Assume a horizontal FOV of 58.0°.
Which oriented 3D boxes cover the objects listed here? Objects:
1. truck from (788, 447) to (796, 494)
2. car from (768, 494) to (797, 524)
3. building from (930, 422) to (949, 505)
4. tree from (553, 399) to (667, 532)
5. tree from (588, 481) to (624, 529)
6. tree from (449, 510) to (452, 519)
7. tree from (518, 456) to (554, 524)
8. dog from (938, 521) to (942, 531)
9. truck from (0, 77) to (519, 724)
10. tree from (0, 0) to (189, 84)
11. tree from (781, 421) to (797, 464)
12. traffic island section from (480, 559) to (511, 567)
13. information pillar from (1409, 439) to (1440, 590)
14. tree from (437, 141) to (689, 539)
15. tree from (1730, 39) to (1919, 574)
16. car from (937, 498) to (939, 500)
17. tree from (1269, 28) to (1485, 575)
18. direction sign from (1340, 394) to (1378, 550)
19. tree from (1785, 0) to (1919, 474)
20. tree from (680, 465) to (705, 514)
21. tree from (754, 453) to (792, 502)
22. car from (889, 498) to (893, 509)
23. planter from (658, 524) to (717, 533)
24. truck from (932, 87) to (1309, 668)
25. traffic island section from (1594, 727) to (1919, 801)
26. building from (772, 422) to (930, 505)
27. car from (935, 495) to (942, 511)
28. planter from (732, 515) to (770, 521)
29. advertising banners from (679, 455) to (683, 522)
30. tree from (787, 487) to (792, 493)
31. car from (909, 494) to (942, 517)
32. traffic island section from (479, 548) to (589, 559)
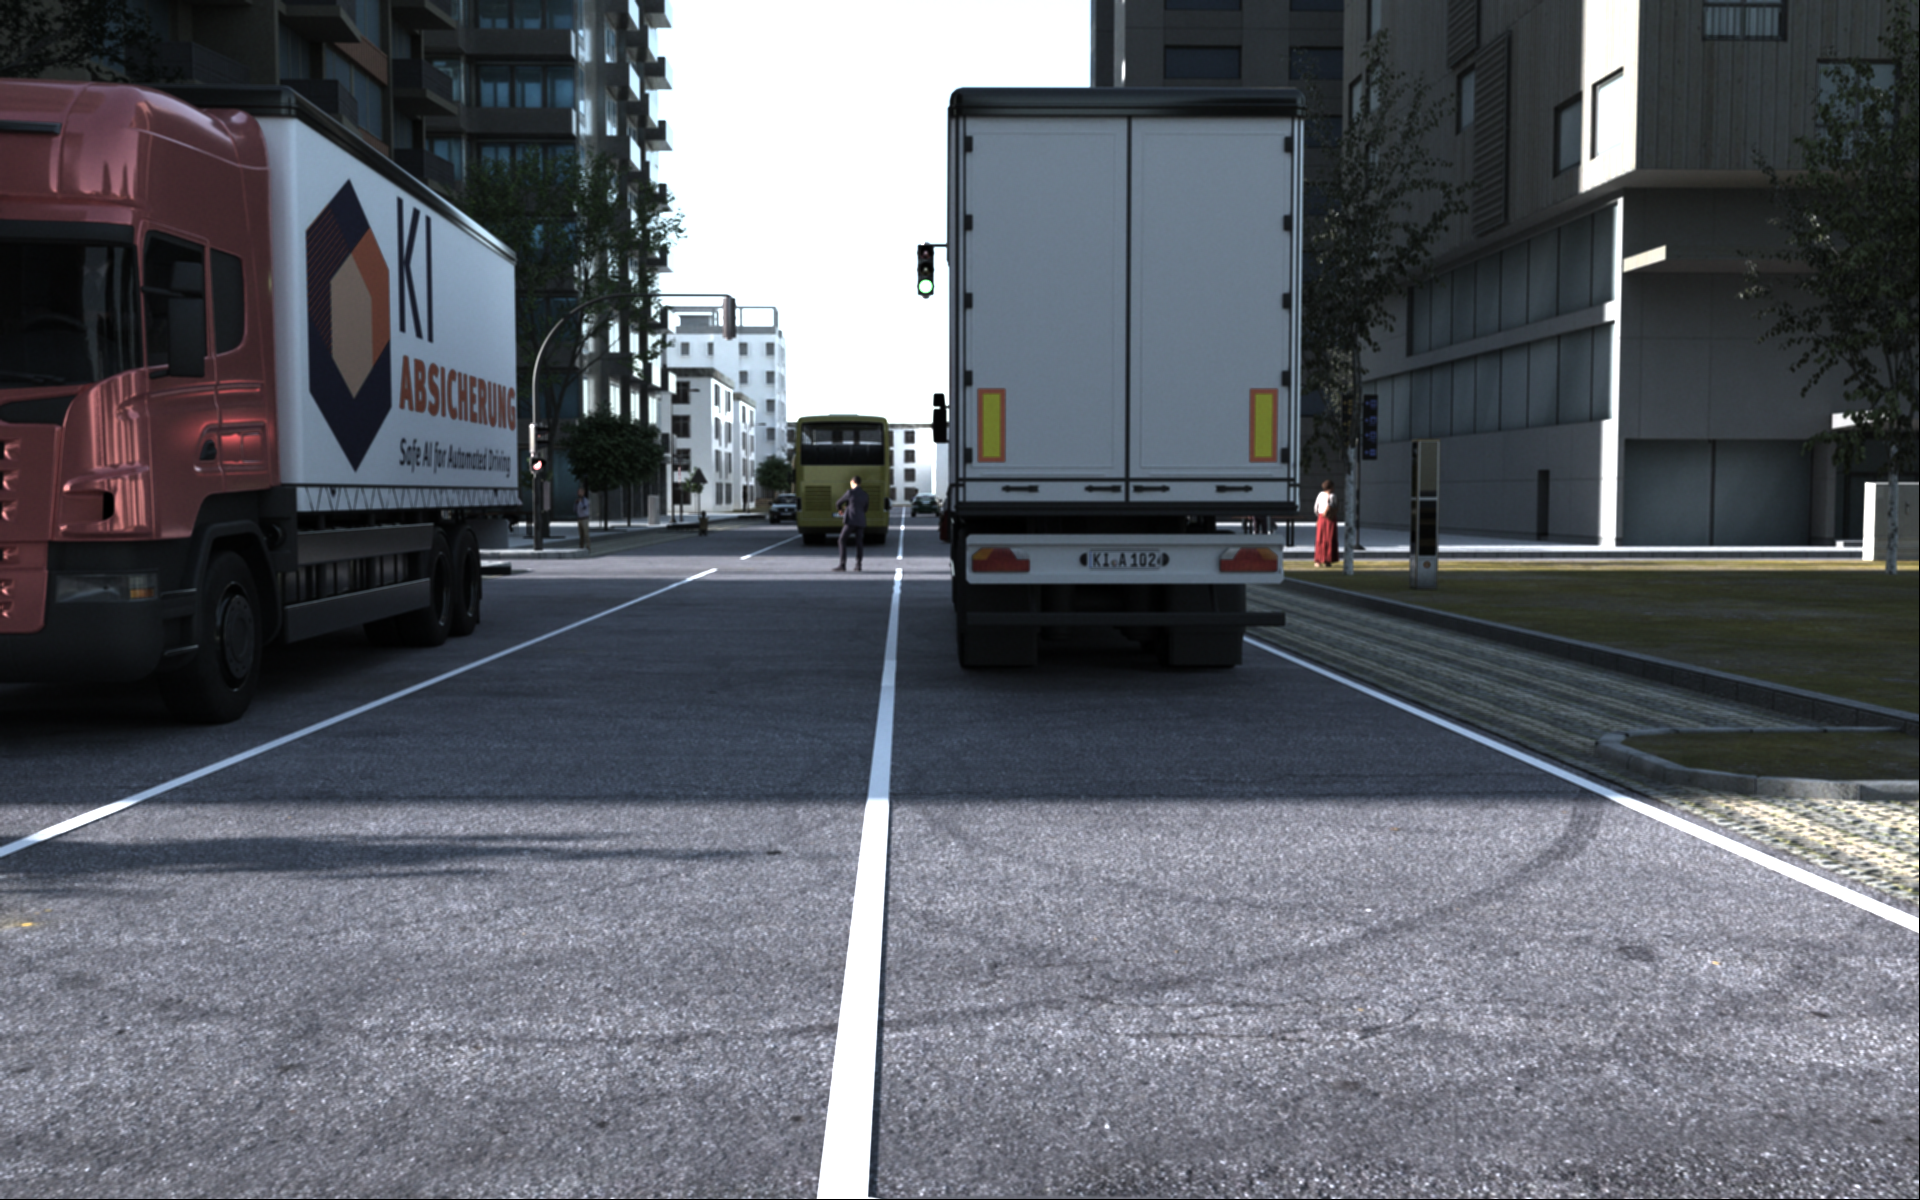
[{"bbox_3d":[-8.665,-7.110,105.160,2.839,4.237,11.283,0,4,-1],"label":"truck"},{"bbox_3d":[-8.326,-4.584,84.730,2.009,1.686,4.222,0,4,-1],"label":"car"},{"bbox_3d":[10.889,-16.110,205.550,28.070,9.664,9.099,0,4,-2],"label":"building"},{"bbox_3d":[-12.336,-4.653,59.797,4.285,4.588,4.351,0,3,0],"label":"tree"},{"bbox_3d":[-13.439,-4.258,64.214,1.663,3.219,1.824,0,3,0],"label":"tree"},{"bbox_3d":[-21.939,-5.540,74.288,4.285,4.588,4.351,0,3,0],"label":"tree"},{"bbox_3d":[-18.565,-4.951,75.558,1.663,3.219,1.824,0,3,0],"label":"tree"},{"bbox_3d":[-0.598,-2.856,66.893,0.748,0.427,0.550,-1,4,-18],"label":"dog"},{"bbox_3d":[-5.912,-1.542,14.131,2.839,4.237,11.283,0,4,-4],"label":"truck"},{"bbox_3d":[-12.261,-5.294,20.966,7.601,10.594,8.767,-1,4,-9],"label":"tree"},{"bbox_3d":[-15.848,-13.619,173.028,4.360,8.622,3.978,0,3,0],"label":"tree"},{"bbox_3d":[-9.350,-0.558,31.405,2.009,0.180,2.903,0,4,-2],"label":"traffic island section"},{"bbox_3d":[6.254,-1.151,23.318,0.304,2.012,0.304,0,4,-2],"label":"information pillar"},{"bbox_3d":[-11.987,-7.606,50.106,9.928,11.665,9.643,0,3,0],"label":"tree"},{"bbox_3d":[14.681,-4.718,27.500,4.360,8.622,3.978,0,3,0],"label":"tree"},{"bbox_3d":[-2.662,-8.099,141.220,1.959,1.807,4.718,0,3,0],"label":"car"},{"bbox_3d":[5.934,-4.705,27.291,4.360,8.622,3.978,0,3,0],"label":"tree"},{"bbox_3d":[9.081,-2.903,39.467,0.876,3.537,0.379,-1,4,-11],"label":"direction sign"},{"bbox_3d":[11.202,-4.218,19.326,4.737,8.622,4.395,0,3,0],"label":"tree"},{"bbox_3d":[-17.073,-7.208,112.455,1.663,3.219,1.824,0,3,0],"label":"tree"},{"bbox_3d":[-14.762,-9.440,138.057,4.285,4.588,4.351,0,3,0],"label":"tree"},{"bbox_3d":[-7.367,-9.307,164.178,2.014,1.417,4.499,0,4,-1],"label":"car"},{"bbox_3d":[-10.060,-2.630,64.140,1.991,0.319,1.994,0,4,-2],"label":"planter"},{"bbox_3d":[1.108,-1.753,17.571,2.839,4.237,11.283,0,4,-1],"label":"truck"},{"bbox_3d":[4.442,0.846,9.029,1.991,0.108,1.994,0,4,-2],"label":"traffic island section"},{"bbox_3d":[-17.184,-16.088,205.190,28.070,9.664,9.099,0,4,-2],"label":"building"},{"bbox_3d":[-2.547,-8.185,146.179,2.083,1.381,4.827,0,4,-1],"label":"car"},{"bbox_3d":[-10.911,-4.281,91.127,1.991,0.319,1.994,0,4,-2],"label":"planter"},{"bbox_3d":[-12.758,-5.072,79.118,0.090,3.025,2.074,0,4,-5],"label":"advertising banners"},{"bbox_3d":[-15.354,-10.209,161.525,1.663,3.219,1.824,0,3,0],"label":"tree"},{"bbox_3d":[-2.185,-6.045,110.632,2.131,1.459,4.920,0,4,0],"label":"car"},{"bbox_3d":[-9.602,-1.046,39.386,2.009,0.180,2.903,0,4,-2],"label":"traffic island section"}]
